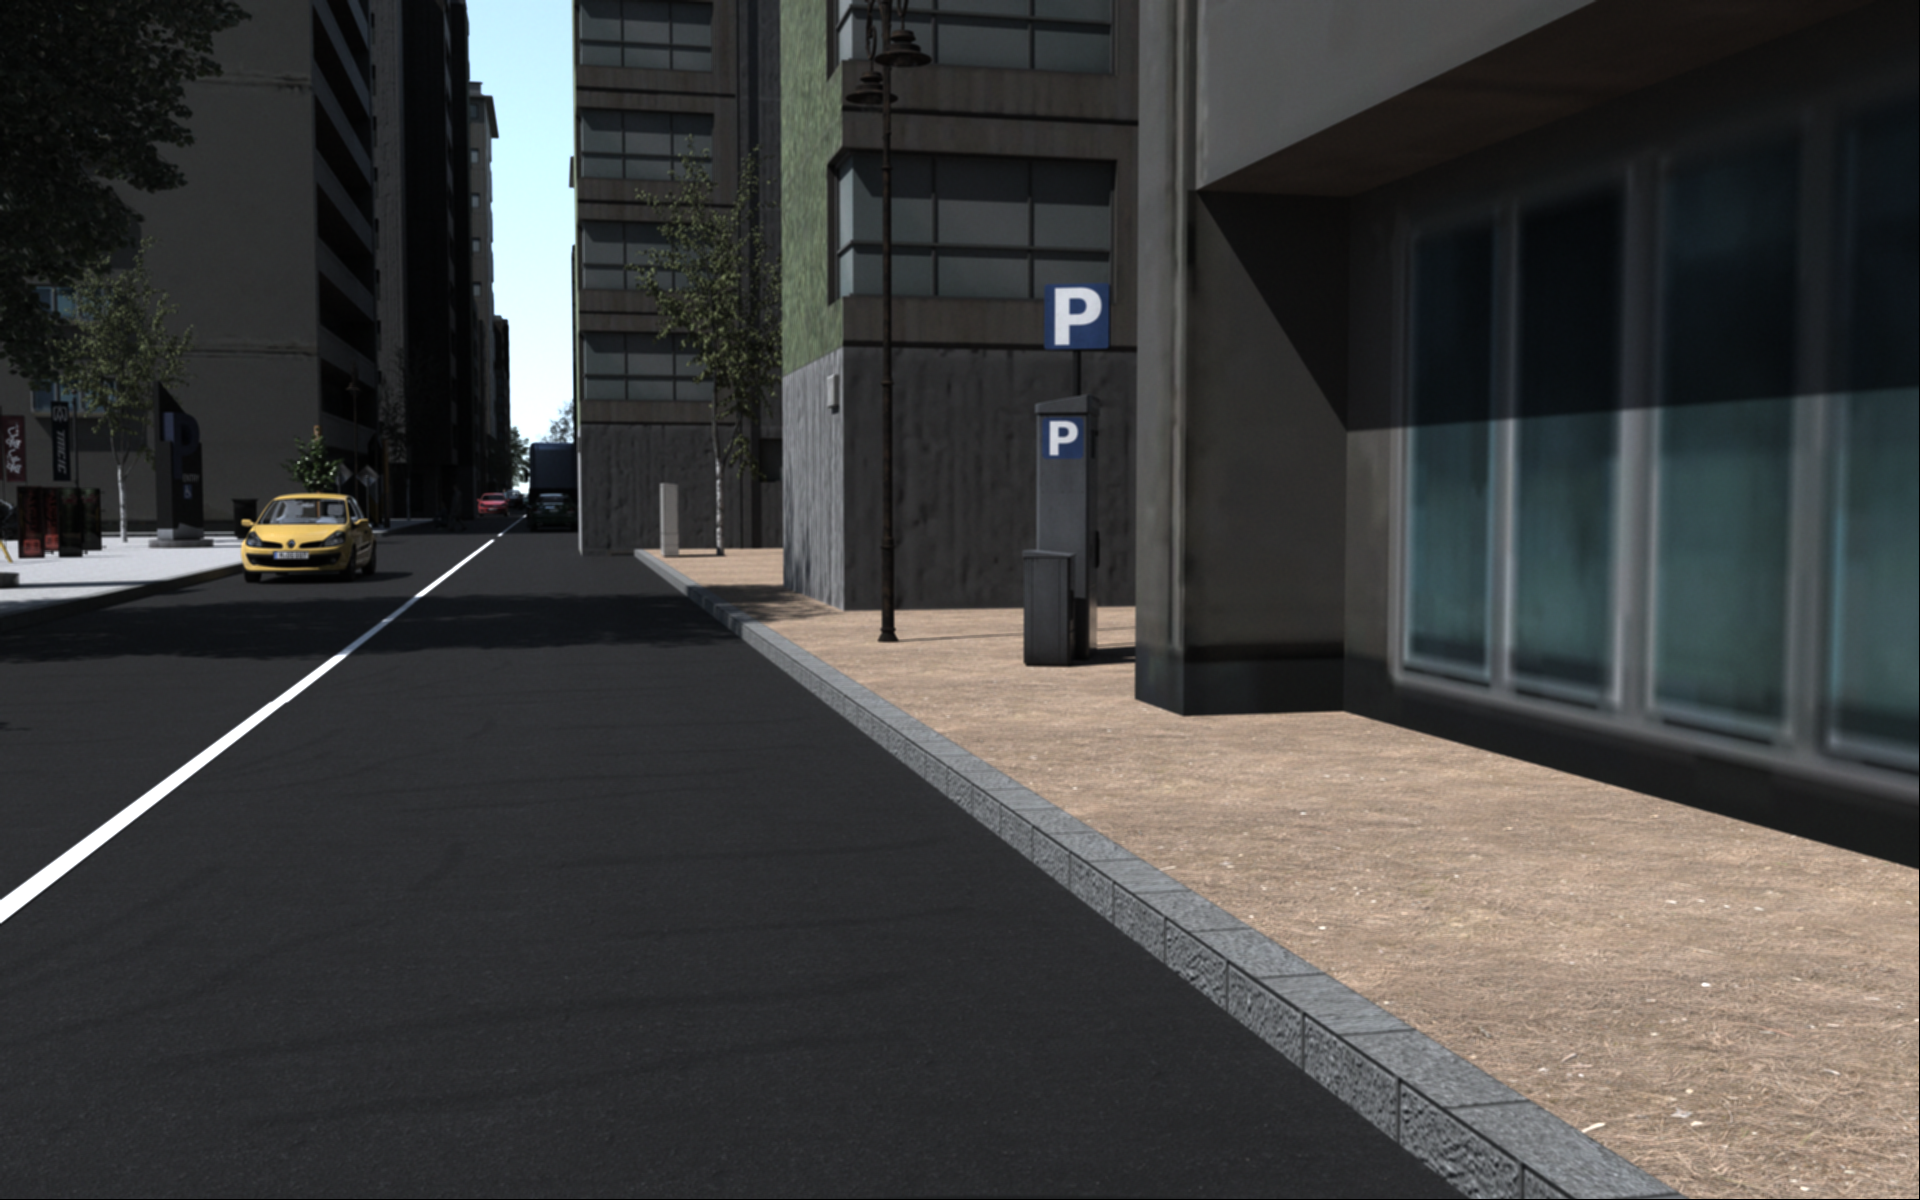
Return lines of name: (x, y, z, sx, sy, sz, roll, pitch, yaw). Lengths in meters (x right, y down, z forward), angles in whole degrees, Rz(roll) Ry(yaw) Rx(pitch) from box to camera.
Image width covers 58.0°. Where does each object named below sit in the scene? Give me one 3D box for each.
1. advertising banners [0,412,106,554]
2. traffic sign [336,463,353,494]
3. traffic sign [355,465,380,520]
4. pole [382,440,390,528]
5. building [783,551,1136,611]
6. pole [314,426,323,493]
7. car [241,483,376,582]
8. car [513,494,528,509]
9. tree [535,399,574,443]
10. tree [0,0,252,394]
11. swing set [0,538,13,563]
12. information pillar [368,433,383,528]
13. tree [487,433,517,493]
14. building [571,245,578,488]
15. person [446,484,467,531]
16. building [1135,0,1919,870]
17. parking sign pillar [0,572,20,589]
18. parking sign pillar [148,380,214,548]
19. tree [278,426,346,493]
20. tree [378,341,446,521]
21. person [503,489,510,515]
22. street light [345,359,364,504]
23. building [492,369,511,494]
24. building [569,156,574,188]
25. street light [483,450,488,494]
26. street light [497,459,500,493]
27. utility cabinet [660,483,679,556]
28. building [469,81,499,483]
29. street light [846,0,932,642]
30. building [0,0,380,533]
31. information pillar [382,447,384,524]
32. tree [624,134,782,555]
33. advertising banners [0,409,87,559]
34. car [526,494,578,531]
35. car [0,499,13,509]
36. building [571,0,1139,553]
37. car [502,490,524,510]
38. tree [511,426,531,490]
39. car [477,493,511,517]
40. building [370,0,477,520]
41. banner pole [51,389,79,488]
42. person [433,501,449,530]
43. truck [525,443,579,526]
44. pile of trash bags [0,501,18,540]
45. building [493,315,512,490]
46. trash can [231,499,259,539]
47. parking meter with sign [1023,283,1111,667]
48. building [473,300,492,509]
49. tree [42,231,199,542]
advertising banners: (-20.358, -2.610, 38.857, 2.074, 3.025, 0.090, -2, 4, -29)
traffic sign: (-18.440, -2.927, 51.495, 0.795, 2.450, 0.064, -1, 4, -13)
traffic sign: (-20.263, -3.402, 59.270, 0.795, 2.450, 0.064, -1, 4, -13)
pole: (-21.468, -4.340, 64.795, 0.158, 3.312, 0.155, 0, 3, 0)
building: (4.002, -20.941, 25.982, 14.154, 41.232, 14.086, -1, 4, -13)
pole: (-19.194, -3.549, 51.866, 0.158, 3.312, 0.155, 0, 3, 0)
car: (-11.020, -1.175, 29.431, 2.015, 1.641, 3.980, -1, 4, -11)
car: (-42.693, -9.803, 169.075, 1.959, 1.807, 4.718, -1, 4, -15)
tree: (-48.175, -18.778, 217.393, 12.009, 13.543, 11.850, 0, 3, 0)
tree: (-11.018, -6.704, 16.271, 9.857, 13.997, 8.962, 0, 3, 0)
swing set: (-19.021, -2.036, 30.911, 2.862, 2.851, 3.119, 0, 4, -6)
information pillar: (-22.435, -4.579, 66.218, 0.504, 3.616, 0.183, 3, 4, 39)
tree: (-55.290, -15.740, 207.717, 4.360, 8.622, 3.978, 0, 3, 0)
building: (-38.231, -26.385, 203.090, 14.160, 30.474, 14.107, -1, 4, -13)
person: (-19.478, -3.571, 66.981, 0.767, 1.812, 0.694, -1, 4, -10)
building: (13.857, -23.111, 1.569, 21.300, 48.544, 21.600, -1, 4, -13)
parking sign pillar: (-13.690, -2.148, 23.584, 1.447, 3.967, 1.447, -2, 4, -32)
parking sign pillar: (-18.801, -3.255, 41.696, 1.447, 3.967, 1.447, 0, 4, 8)
tree: (-18.322, -3.360, 49.538, 1.663, 3.219, 1.824, 0, 3, 0)
tree: (-26.760, -8.125, 83.211, 4.360, 8.622, 3.978, 0, 3, 0)
person: (-29.945, -6.458, 114.434, 0.444, 1.785, 0.601, 0, 4, 6)
street light: (-20.735, -5.302, 59.470, 0.468, 5.910, 1.993, -1, 4, -13)
building: (-79.912, -24.862, 251.525, 27.650, 21.520, 28.899, -1, 4, -13)
building: (-44.791, -41.353, 265.356, 28.713, 52.752, 27.495, -1, 4, -13)
street light: (-47.156, -12.192, 172.124, 0.468, 5.910, 1.993, -1, 4, -13)
street light: (-57.271, -14.828, 215.219, 0.468, 5.910, 1.993, -1, 4, -13)
utility cabinet: (-5.967, -1.647, 35.610, 0.318, 1.500, 1.173, -1, 4, -13)
building: (-74.176, -38.763, 223.007, 28.713, 52.752, 27.495, -1, 4, -13)
street light: (-0.626, -2.575, 14.895, 0.468, 5.910, 1.993, -1, 4, -13)
building: (-34.516, -27.008, 65.278, 21.300, 48.544, 21.600, -1, 4, -13)
information pillar: (-24.520, -5.014, 73.333, 0.183, 3.616, 0.504, -3, 4, -36)
tree: (-4.829, -5.259, 36.351, 4.737, 8.622, 4.395, 0, 3, 0)
advertising banners: (-18.617, -2.356, 34.705, 0.090, 3.025, 2.074, 3, 5, 40)
car: (-15.997, -3.452, 68.233, 2.131, 1.459, 4.920, -1, 4, -13)
car: (-29.975, -2.623, 53.111, 3.980, 1.641, 2.015, -1, 4, -11)
building: (-3.436, -22.220, 46.884, 14.154, 41.232, 14.086, -1, 4, -13)
car: (-40.442, -9.013, 156.032, 2.281, 1.827, 5.304, -1, 4, -13)
tree: (-74.415, -22.582, 287.343, 7.486, 12.596, 7.792, 0, 3, 0)
car: (-29.844, -6.223, 110.781, 2.155, 1.783, 4.494, -1, 4, -14)
building: (-33.620, -19.623, 92.542, 14.160, 30.474, 14.107, -1, 4, -13)
banner pole: (-21.256, -3.135, 41.267, 0.401, 3.779, 0.863, 2, 4, 25)
person: (-20.795, -3.370, 69.093, 0.738, 1.151, 1.012, 0, 4, -2)
truck: (-19.925, -5.822, 84.955, 2.967, 4.110, 18.799, -1, 4, -13)
pile of trash bags: (-27.578, -2.315, 47.609, 3.447, 1.369, 1.912, -3, 5, -42)
building: (-78.452, -30.699, 273.635, 14.160, 30.474, 14.107, -1, 4, -13)
trash can: (-20.452, -2.319, 49.565, 0.748, 1.137, 0.748, 0, 3, 0)
parking meter with sign: (0.823, -1.061, 13.617, 0.543, 3.016, 1.738, 1, 4, 10)
building: (-59.453, -19.471, 163.390, 27.650, 21.520, 28.899, -1, 4, -13)
tree: (-22.208, -5.834, 45.751, 4.737, 8.622, 4.395, 0, 3, 0)
